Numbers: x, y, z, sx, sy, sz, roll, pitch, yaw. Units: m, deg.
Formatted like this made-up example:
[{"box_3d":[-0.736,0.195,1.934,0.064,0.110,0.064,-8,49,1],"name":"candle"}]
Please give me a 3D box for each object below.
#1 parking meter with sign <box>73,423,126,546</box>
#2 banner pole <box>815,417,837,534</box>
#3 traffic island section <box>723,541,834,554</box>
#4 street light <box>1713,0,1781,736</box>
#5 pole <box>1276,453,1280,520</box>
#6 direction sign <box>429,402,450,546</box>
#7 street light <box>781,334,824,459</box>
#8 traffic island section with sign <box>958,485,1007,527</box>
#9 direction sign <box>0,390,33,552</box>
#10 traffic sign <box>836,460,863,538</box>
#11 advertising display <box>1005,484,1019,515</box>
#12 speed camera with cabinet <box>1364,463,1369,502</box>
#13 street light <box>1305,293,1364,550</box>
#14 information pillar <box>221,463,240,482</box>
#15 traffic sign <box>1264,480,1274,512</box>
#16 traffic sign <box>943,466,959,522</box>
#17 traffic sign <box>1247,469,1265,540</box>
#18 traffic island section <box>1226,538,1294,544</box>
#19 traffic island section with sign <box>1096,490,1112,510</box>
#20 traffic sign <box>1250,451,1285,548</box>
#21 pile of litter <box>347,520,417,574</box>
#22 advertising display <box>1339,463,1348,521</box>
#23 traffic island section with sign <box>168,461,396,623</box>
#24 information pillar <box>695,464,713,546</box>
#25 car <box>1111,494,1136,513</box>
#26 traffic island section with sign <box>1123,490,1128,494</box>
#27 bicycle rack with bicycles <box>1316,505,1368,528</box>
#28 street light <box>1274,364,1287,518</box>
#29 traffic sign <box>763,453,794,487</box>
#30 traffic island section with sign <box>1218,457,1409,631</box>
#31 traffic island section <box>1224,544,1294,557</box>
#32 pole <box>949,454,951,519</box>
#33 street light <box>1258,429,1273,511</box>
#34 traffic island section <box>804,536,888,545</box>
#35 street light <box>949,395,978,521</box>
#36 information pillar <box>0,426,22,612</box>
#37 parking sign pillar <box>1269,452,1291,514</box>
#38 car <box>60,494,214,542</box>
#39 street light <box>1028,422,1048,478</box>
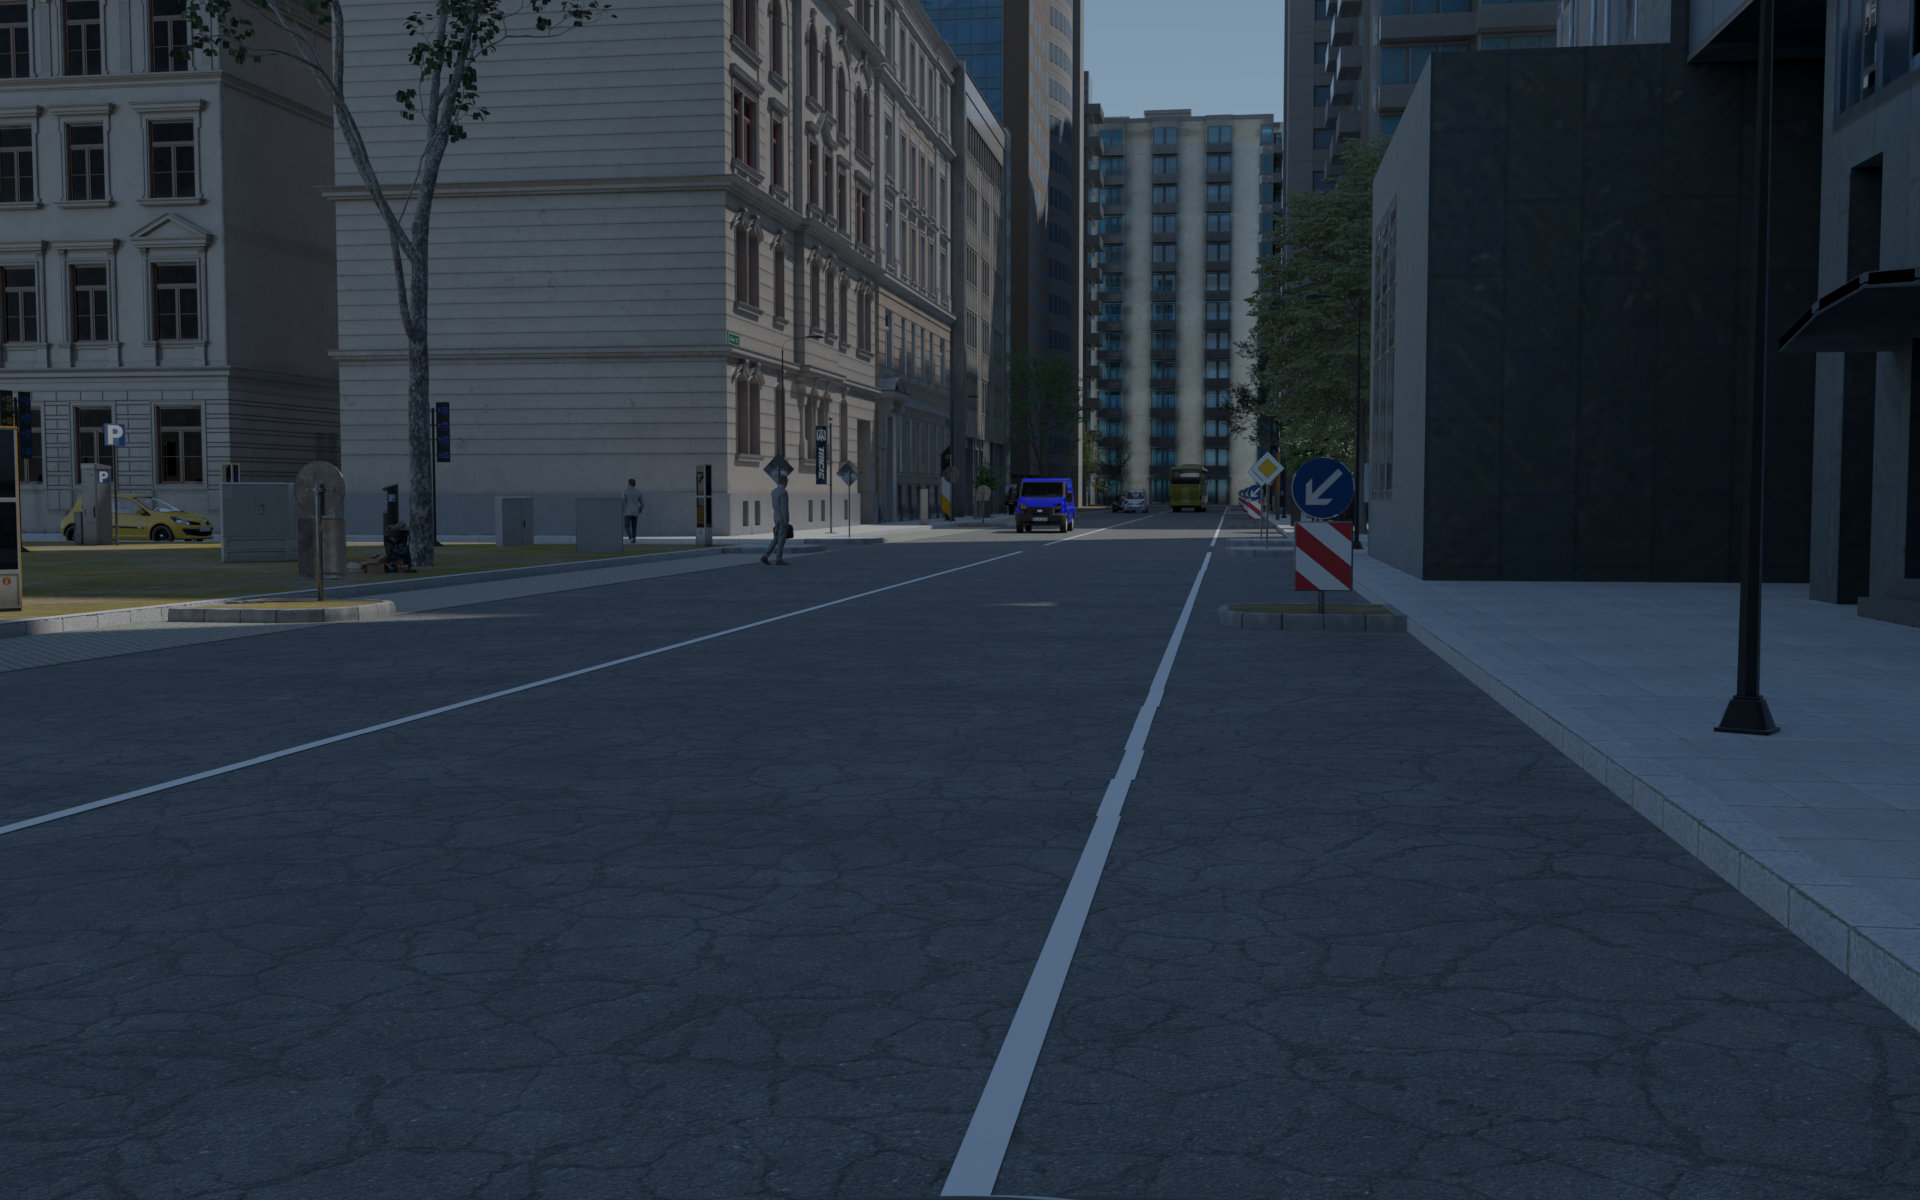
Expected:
[{"box_3d":[-21.651,-2.886,43.452,1.738,3.016,0.543,2,4,34],"name":"parking meter with sign"},{"box_3d":[-4.362,-4.041,56.092,0.863,3.779,0.401,-3,5,-43],"name":"banner pole"},{"box_3d":[-4.490,-1.249,42.695,2.009,0.180,2.903,1,4,9],"name":"traffic island section"},{"box_3d":[3.726,-2.247,9.284,1.470,5.913,1.316,1,4,9],"name":"street light"},{"box_3d":[15.759,-5.627,85.838,0.158,3.312,0.155,0,3,0],"name":"pole"},{"box_3d":[-12.968,-3.101,42.693,0.876,3.537,0.379,1,4,11],"name":"direction sign"},{"box_3d":[-4.643,-4.772,50.557,1.470,5.913,1.316,1,4,9],"name":"street light"},{"box_3d":[1.022,-4.098,75.636,1.989,1.847,2.006,1,4,9],"name":"traffic island section with sign"},{"box_3d":[-20.717,-2.818,38.077,0.379,3.537,0.876,1,4,13],"name":"direction sign"},{"box_3d":[-3.227,-2.867,50.518,0.795,2.450,0.064,1,4,9],"name":"traffic sign"},{"box_3d":[3.158,-6.167,106.050,0.974,1.923,0.123,3,4,38],"name":"advertising display"},{"box_3d":[12.491,-3.337,48.889,2.038,3.252,0.660,2,4,24],"name":"speed camera with cabinet"},{"box_3d":[8.675,-4.135,40.146,1.470,5.913,1.316,1,4,9],"name":"street light"},{"box_3d":[-17.399,-2.254,41.339,0.304,2.012,0.304,1,4,10],"name":"information pillar"},{"box_3d":[21.602,-7.409,121.244,0.768,2.556,0.104,1,4,13],"name":"traffic sign"},{"box_3d":[-0.404,-4.852,79.439,0.768,2.556,0.104,1,4,16],"name":"traffic sign"},{"box_3d":[8.471,-2.754,48.667,0.795,2.450,0.064,1,4,9],"name":"traffic sign"},{"box_3d":[8.496,-1.618,48.741,2.009,0.180,2.903,1,4,9],"name":"traffic island section"},{"box_3d":[12.943,-8.740,151.529,1.989,1.847,2.006,1,4,9],"name":"traffic island section with sign"},{"box_3d":[7.232,-2.271,40.779,0.795,2.450,0.064,1,4,9],"name":"traffic sign"},{"box_3d":[-9.481,-0.883,28.398,1.176,0.858,1.719,0,4,-8],"name":"pile of litter"},{"box_3d":[8.067,-1.911,36.466,0.123,1.923,0.974,1,4,15],"name":"advertising display"},{"box_3d":[-7.701,-0.700,20.072,1.989,1.847,2.006,1,4,9],"name":"traffic island section with sign"},{"box_3d":[-6.286,-2.325,42.501,0.304,2.012,0.304,2,4,27],"name":"information pillar"},{"box_3d":[12.798,-7.658,134.994,2.009,1.686,4.222,1,4,8],"name":"car"},{"box_3d":[17.243,-10.417,178.948,1.989,1.847,2.006,1,4,9],"name":"traffic island section with sign"},{"box_3d":[13.395,-2.773,58.727,2.925,0.926,2.852,0,4,4],"name":"bicycle rack with bicycles"},{"box_3d":[11.992,-5.432,61.347,1.470,5.913,1.316,1,4,9],"name":"street light"},{"box_3d":[-4.466,-2.385,42.630,0.795,2.450,0.064,1,4,9],"name":"traffic sign"},{"box_3d":[3.875,-0.647,19.211,1.989,1.847,2.006,1,4,9],"name":"traffic island section with sign"},{"box_3d":[7.257,-1.136,40.852,2.009,0.180,2.903,1,4,9],"name":"traffic island section"},{"box_3d":[-0.536,-5.793,88.558,0.158,3.312,0.155,0,3,0],"name":"pole"},{"box_3d":[16.701,-7.308,92.031,1.470,5.913,1.316,1,4,9],"name":"street light"},{"box_3d":[-3.252,-1.731,50.584,2.009,0.180,2.903,1,4,9],"name":"traffic island section"},{"box_3d":[0.167,-6.658,81.398,1.470,5.913,1.316,1,4,9],"name":"street light"},{"box_3d":[-10.467,-0.881,18.897,0.304,2.012,0.304,-3,5,-44],"name":"information pillar"},{"box_3d":[20.456,-7.465,110.522,1.447,3.967,1.447,0,4,-1],"name":"parking sign pillar"},{"box_3d":[-22.968,-2.337,48.440,3.980,1.641,2.015,0,4,8],"name":"car"},{"box_3d":[4.994,-8.531,112.020,1.470,5.913,1.316,1,4,9],"name":"street light"}]
